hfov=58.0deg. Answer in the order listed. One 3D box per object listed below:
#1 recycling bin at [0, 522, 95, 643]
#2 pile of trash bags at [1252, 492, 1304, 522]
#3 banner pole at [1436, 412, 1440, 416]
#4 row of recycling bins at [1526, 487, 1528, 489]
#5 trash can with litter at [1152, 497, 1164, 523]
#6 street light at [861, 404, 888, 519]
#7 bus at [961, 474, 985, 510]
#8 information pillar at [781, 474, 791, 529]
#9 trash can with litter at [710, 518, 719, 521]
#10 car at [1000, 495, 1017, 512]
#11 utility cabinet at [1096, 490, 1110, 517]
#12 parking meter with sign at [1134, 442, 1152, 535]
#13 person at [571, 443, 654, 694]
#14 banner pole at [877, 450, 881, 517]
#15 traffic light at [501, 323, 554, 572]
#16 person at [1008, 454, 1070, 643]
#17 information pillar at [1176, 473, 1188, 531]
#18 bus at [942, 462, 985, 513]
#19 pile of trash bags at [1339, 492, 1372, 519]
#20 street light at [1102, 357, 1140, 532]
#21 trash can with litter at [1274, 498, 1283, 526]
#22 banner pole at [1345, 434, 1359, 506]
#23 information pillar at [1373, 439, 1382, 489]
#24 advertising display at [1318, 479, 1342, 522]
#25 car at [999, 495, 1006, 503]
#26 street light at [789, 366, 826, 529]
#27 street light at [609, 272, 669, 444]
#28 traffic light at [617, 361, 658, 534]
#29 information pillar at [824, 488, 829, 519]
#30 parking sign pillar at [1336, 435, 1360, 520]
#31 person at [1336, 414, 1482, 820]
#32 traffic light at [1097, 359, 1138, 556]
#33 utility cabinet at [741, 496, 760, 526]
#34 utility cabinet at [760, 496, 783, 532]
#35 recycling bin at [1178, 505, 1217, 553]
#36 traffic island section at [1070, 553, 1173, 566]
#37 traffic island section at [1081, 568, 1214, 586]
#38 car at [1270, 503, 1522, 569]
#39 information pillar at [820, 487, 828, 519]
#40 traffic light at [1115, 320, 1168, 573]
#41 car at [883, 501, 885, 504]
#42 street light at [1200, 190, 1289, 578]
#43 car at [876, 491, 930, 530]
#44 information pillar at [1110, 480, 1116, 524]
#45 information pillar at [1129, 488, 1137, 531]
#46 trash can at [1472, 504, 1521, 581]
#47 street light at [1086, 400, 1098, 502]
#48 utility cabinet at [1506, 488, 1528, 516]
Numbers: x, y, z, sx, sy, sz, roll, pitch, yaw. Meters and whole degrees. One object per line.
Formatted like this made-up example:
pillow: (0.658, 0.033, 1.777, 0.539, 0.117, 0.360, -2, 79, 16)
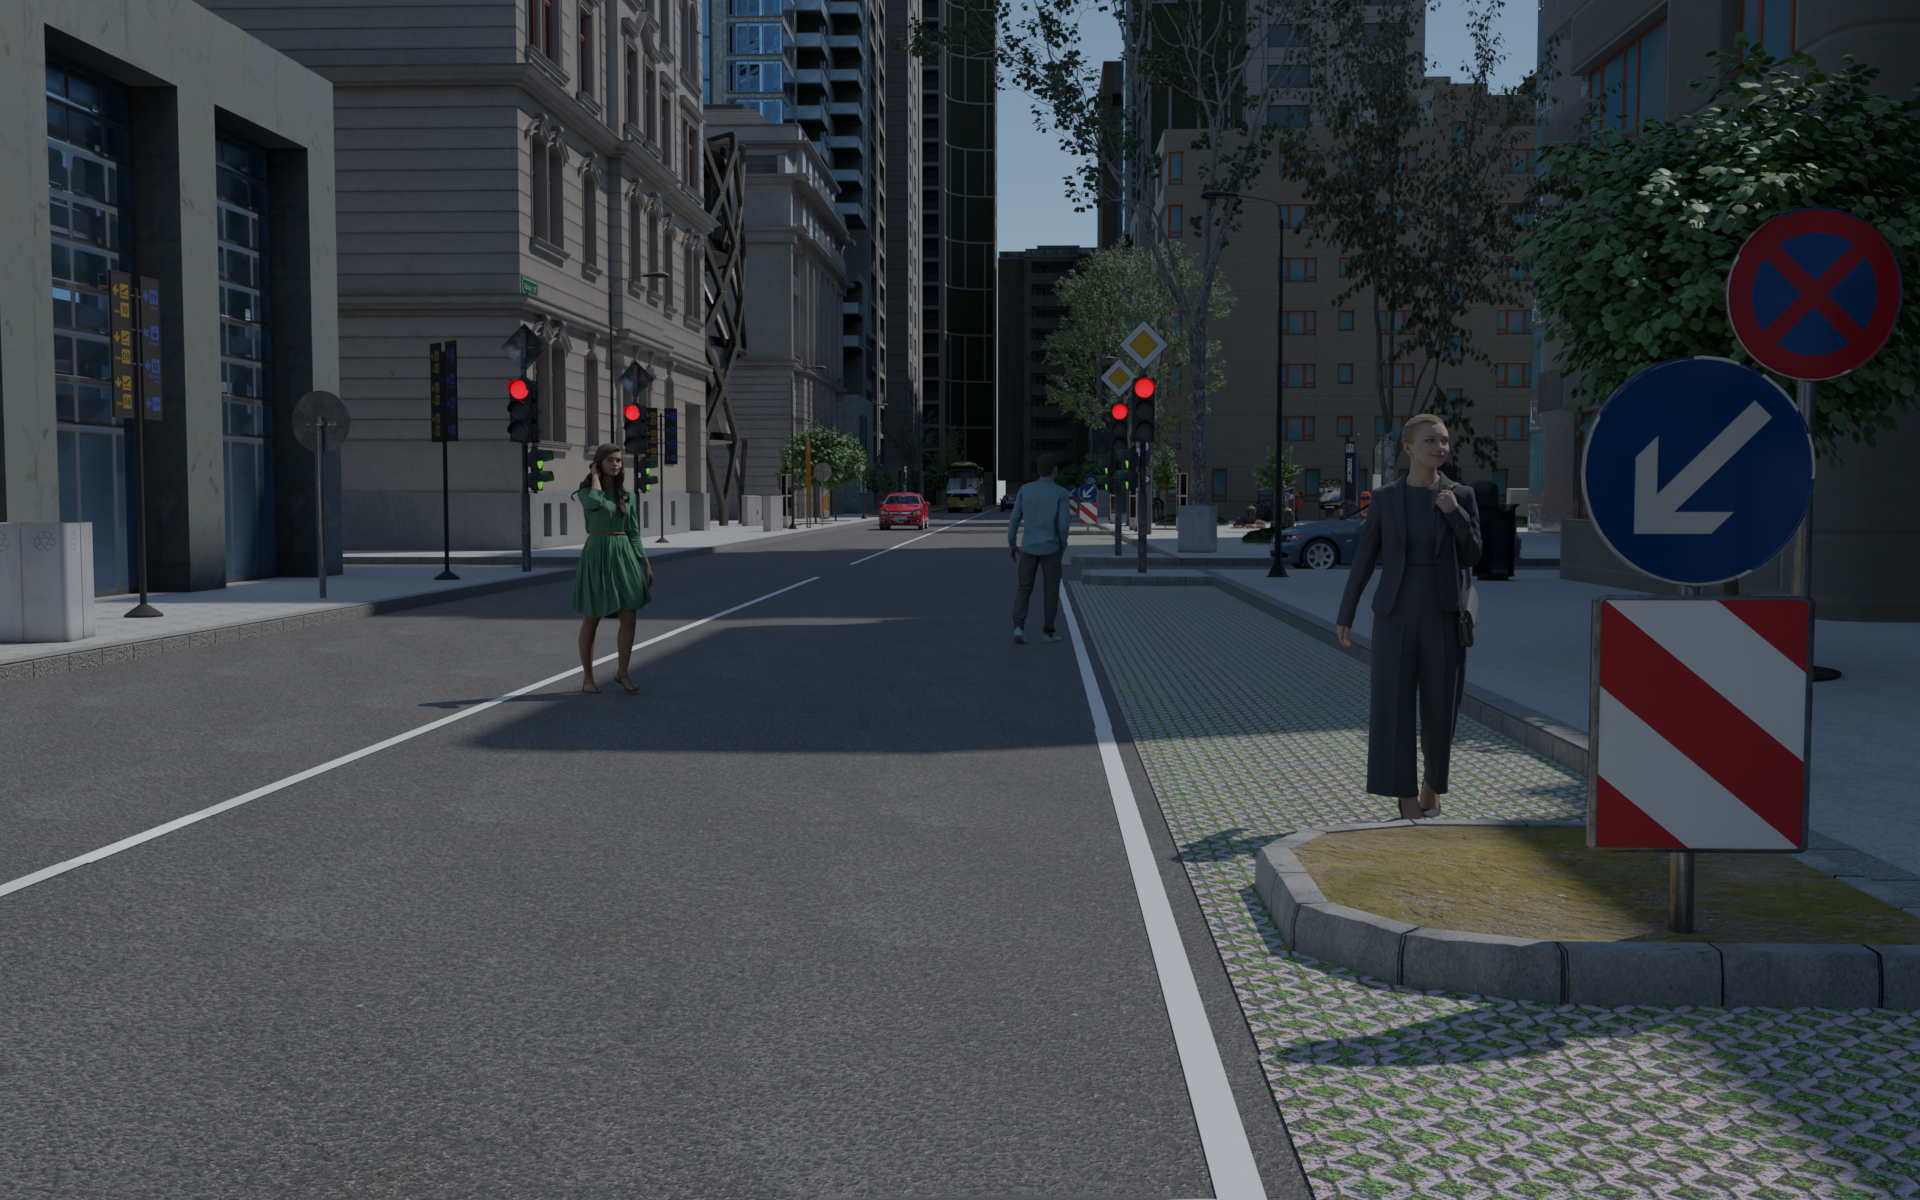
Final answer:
recycling bin: (-8.103, -0.163, 15.223, 0.722, 1.027, 0.722, -1, 4, -9)
pile of trash bags: (15.012, -4.353, 80.928, 1.912, 1.369, 3.447, 3, 5, 42)
banner pole: (14.289, -3.819, 52.460, 0.863, 3.779, 0.401, -2, 4, -34)
row of recycling bins: (27.838, -4.456, 79.966, 3.534, 1.692, 1.069, 0, 4, 4)
trash can with litter: (8.909, -4.022, 77.144, 1.055, 1.170, 0.624, -3, 5, -44)
street light: (-4.409, -7.126, 89.053, 1.470, 5.913, 1.316, 0, 4, 2)
bus: (0.666, -10.000, 155.042, 2.896, 3.916, 12.252, 0, 4, 4)
information pillar: (-6.463, -3.673, 64.545, 0.304, 2.012, 0.304, 3, 4, 37)
trash can with litter: (-11.879, -4.346, 82.112, 1.678, 1.210, 2.233, 1, 4, 14)
car: (4.179, -7.786, 139.888, 1.945, 1.354, 3.894, 0, 4, 4)
utility cabinet: (8.090, -5.322, 95.696, 1.173, 1.500, 0.318, -2, 4, -26)
parking meter with sign: (5.892, -3.622, 55.487, 0.543, 3.016, 1.738, 0, 4, 1)
person: (-2.525, -0.226, 12.449, 0.529, 1.795, 0.600, 3, 5, 42)
banner pole: (-4.636, -6.671, 99.085, 0.401, 3.779, 0.863, -1, 4, -17)
traffic light: (-7.151, -2.423, 28.536, 0.839, 4.253, 0.868, 0, 4, 2)
person: (0.743, -0.500, 16.692, 0.660, 1.820, 0.620, 1, 4, 20)
information pillar: (7.704, -3.404, 60.147, 0.304, 2.012, 0.304, -1, 4, -14)
bus: (0.440, -8.824, 135.818, 2.896, 3.916, 12.252, 0, 4, 3)
pile of trash bags: (15.558, -3.480, 66.658, 1.912, 1.369, 3.447, 1, 4, 14)
street light: (5.540, -5.268, 58.674, 1.470, 5.913, 1.316, 0, 4, 2)
trash can with litter: (9.460, -2.444, 51.021, 1.678, 1.210, 2.233, 0, 4, 5)
banner pole: (16.331, -5.016, 72.026, 0.401, 3.779, 0.863, -3, 5, -41)
information pillar: (17.626, -5.006, 73.201, 0.504, 3.616, 0.183, -3, 5, -40)
advertising display: (16.121, -4.297, 75.465, 0.974, 1.923, 0.123, 1, 4, 18)
car: (4.743, -9.244, 163.498, 2.083, 1.381, 4.827, 0, 4, 1)
street light: (-5.550, -5.528, 62.918, 1.470, 5.913, 1.316, 0, 4, 2)
street light: (-6.779, -3.906, 36.404, 1.470, 5.913, 1.316, 0, 4, 2)
traffic light: (-6.814, -2.911, 36.514, 0.839, 4.253, 0.868, 0, 4, 2)
information pillar: (-6.857, -5.155, 88.772, 0.304, 2.012, 0.304, 0, 4, -7)
parking sign pillar: (18.045, -5.579, 79.682, 1.447, 3.967, 1.447, 2, 4, 25)
person: (1.957, 0.087, 7.492, 0.576, 1.772, 0.534, 0, 4, -7)
traffic light: (3.289, -2.886, 36.104, 0.839, 4.253, 0.868, 0, 4, 2)
utility cabinet: (-8.311, -3.553, 69.249, 0.306, 1.237, 1.020, 2, 4, 28)
utility cabinet: (-6.419, -2.950, 59.387, 0.306, 1.237, 1.020, 1, 4, 19)
recycling bin: (5.238, -1.568, 38.190, 0.722, 1.027, 0.722, 2, 4, 23)
traffic island section: (3.329, -0.852, 36.216, 2.009, 0.180, 2.903, 0, 4, 2)
traffic island section: (2.991, -0.364, 28.238, 2.009, 0.180, 2.903, 0, 4, 2)
car: (7.993, -1.221, 31.968, 4.499, 1.417, 2.014, 0, 4, 1)
information pillar: (-6.895, -5.879, 87.477, 0.504, 3.616, 0.183, 3, 4, 38)
traffic light: (2.952, -2.398, 28.126, 0.839, 4.253, 0.868, 0, 4, 2)
car: (-2.582, -4.329, 80.367, 1.945, 1.707, 3.694, 0, 4, 2)
street light: (4.374, -3.309, 26.639, 1.470, 5.913, 1.316, 0, 4, 2)
car: (-2.264, -3.734, 70.084, 2.155, 1.783, 4.494, 0, 4, 2)
information pillar: (6.595, -4.258, 74.109, 0.304, 2.012, 0.304, 1, 4, 15)
information pillar: (6.164, -3.459, 61.042, 0.304, 2.012, 0.304, 2, 4, 32)
trash can: (7.935, -0.862, 25.754, 0.748, 1.137, 0.748, 0, 3, 0)
street light: (6.865, -6.866, 84.802, 1.470, 5.913, 1.316, 0, 4, 2)
utility cabinet: (22.172, -3.651, 68.372, 1.173, 1.500, 0.318, -1, 4, -16)
